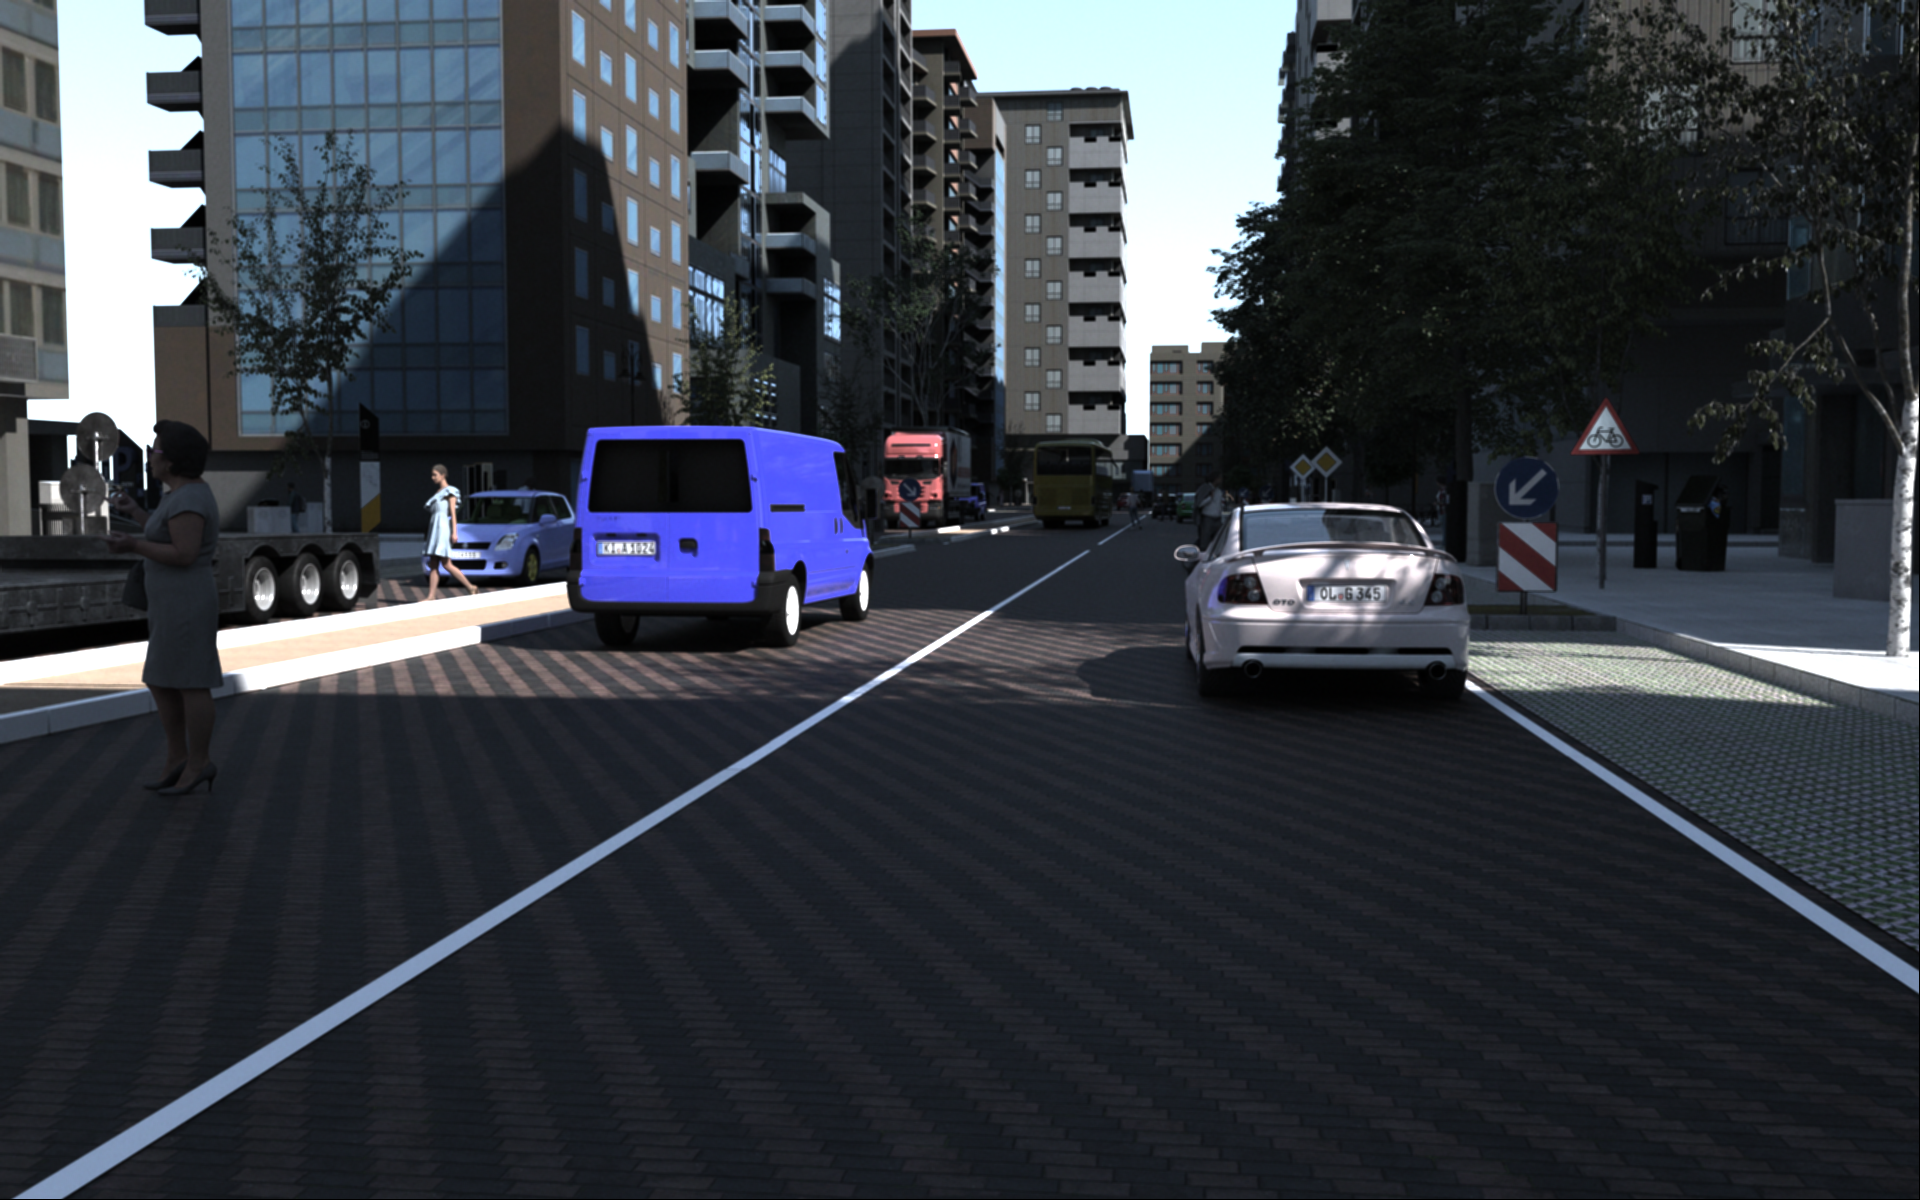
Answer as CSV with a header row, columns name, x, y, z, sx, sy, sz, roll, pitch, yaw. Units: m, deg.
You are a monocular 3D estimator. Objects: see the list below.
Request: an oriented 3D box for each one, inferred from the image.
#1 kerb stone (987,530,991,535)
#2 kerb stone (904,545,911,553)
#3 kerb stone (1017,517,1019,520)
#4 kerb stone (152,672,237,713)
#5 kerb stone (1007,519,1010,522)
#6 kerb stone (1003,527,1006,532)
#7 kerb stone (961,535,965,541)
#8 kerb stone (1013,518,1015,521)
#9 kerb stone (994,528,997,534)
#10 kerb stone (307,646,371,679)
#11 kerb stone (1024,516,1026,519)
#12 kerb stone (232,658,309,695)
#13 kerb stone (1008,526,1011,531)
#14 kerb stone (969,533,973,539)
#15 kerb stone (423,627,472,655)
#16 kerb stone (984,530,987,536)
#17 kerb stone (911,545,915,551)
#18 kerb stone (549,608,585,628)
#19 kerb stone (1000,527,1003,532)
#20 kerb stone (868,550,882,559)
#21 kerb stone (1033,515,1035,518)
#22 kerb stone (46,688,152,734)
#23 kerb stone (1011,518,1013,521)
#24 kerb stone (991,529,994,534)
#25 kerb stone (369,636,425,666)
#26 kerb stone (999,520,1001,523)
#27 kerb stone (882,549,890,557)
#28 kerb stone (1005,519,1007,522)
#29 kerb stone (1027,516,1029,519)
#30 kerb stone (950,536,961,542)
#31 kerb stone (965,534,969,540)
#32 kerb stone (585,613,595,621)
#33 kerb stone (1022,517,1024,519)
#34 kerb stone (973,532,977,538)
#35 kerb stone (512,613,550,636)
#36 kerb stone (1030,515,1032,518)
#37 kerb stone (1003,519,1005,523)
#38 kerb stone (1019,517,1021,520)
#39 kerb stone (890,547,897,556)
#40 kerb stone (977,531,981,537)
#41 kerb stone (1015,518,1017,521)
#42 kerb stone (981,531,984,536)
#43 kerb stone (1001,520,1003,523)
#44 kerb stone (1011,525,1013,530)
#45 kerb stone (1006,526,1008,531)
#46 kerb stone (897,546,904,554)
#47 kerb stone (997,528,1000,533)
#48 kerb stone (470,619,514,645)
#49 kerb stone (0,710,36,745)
name,x,y,z,sx,sy,sz,roll,pitch,yaw
kerb stone,0.868,-2.323,60.182,0.120,0.150,1.000,0,4,7
kerb stone,-1.408,-1.229,42.336,0.120,0.150,1.000,0,4,7
kerb stone,2.912,-4.327,92.943,0.120,0.150,1.000,0,4,7
kerb stone,-5.291,0.637,11.841,0.120,0.150,1.000,0,4,7
kerb stone,2.277,-4.016,87.850,0.120,0.150,1.000,0,4,7
kerb stone,1.514,-2.635,65.270,0.120,0.150,1.000,0,4,7
kerb stone,-0.035,-1.882,53.043,0.120,0.150,1.000,0,4,7
kerb stone,2.660,-4.201,90.910,0.120,0.150,1.000,0,4,7
kerb stone,1.129,-2.445,62.213,0.120,0.150,1.000,0,4,7
kerb stone,-5.028,0.509,13.867,0.120,0.150,1.000,0,4,7
kerb stone,3.429,-4.571,97.010,0.120,0.150,1.000,0,4,7
kerb stone,-5.161,0.572,12.854,0.120,0.150,1.000,0,4,7
kerb stone,1.774,-2.757,67.302,0.120,0.150,1.000,0,4,7
kerb stone,0.214,-2.010,55.084,0.120,0.150,1.000,0,4,7
kerb stone,-4.766,0.386,15.895,0.120,0.150,1.000,0,4,7
kerb stone,0.733,-2.261,59.160,0.120,0.150,1.000,0,4,7
kerb stone,-1.270,-1.294,43.349,0.120,0.150,1.000,0,4,7
kerb stone,-4.367,0.198,18.960,0.120,0.150,1.000,0,4,7
kerb stone,1.385,-2.572,64.247,0.120,0.150,1.000,0,4,7
kerb stone,-1.927,-0.983,38.273,0.120,0.150,1.000,0,4,7
kerb stone,4.212,-4.949,103.105,0.120,0.150,1.000,0,4,7
kerb stone,-5.417,0.696,10.823,0.120,0.150,1.000,0,4,7
kerb stone,2.528,-4.138,89.895,0.120,0.150,1.000,0,4,7
kerb stone,0.991,-2.384,61.197,0.120,0.150,1.000,0,4,7
kerb stone,-4.891,0.447,14.881,0.120,0.150,1.000,0,4,7
kerb stone,1.751,-3.764,83.791,0.120,0.150,1.000,0,4,7
kerb stone,-1.792,-1.045,39.288,0.120,0.150,1.000,0,4,7
kerb stone,2.139,-3.949,86.837,0.120,0.150,1.000,0,4,7
kerb stone,3.697,-4.700,99.036,0.120,0.150,1.000,0,4,7
kerb stone,-0.169,-1.825,52.026,0.120,0.150,1.000,0,4,7
kerb stone,0.089,-1.940,54.066,0.120,0.150,1.000,0,4,7
kerb stone,-4.247,0.138,19.975,0.120,0.150,1.000,0,4,7
kerb stone,3.306,-4.514,95.994,0.120,0.150,1.000,0,4,7
kerb stone,0.348,-2.074,56.097,0.120,0.150,1.000,0,4,7
kerb stone,-4.510,0.262,17.946,0.120,0.150,1.000,0,4,7
kerb stone,3.953,-4.820,101.069,0.120,0.150,1.000,0,4,7
kerb stone,2.013,-3.892,85.822,0.120,0.150,1.000,0,4,7
kerb stone,3.047,-4.389,93.957,0.120,0.150,1.000,0,4,7
kerb stone,-1.662,-1.107,40.302,0.120,0.150,1.000,0,4,7
kerb stone,0.477,-2.136,57.116,0.120,0.150,1.000,0,4,7
kerb stone,2.787,-4.260,91.929,0.120,0.150,1.000,0,4,7
kerb stone,0.602,-2.199,58.145,0.120,0.150,1.000,0,4,7
kerb stone,1.884,-3.829,84.804,0.120,0.150,1.000,0,4,7
kerb stone,1.897,-2.821,68.320,0.120,0.150,1.000,0,4,7
kerb stone,1.644,-2.696,66.288,0.120,0.150,1.000,0,4,7
kerb stone,-1.535,-1.168,41.319,0.120,0.150,1.000,0,4,7
kerb stone,1.251,-2.509,63.234,0.120,0.150,1.000,0,4,7
kerb stone,-4.633,0.323,16.917,0.120,0.150,1.000,0,4,7
kerb stone,-5.546,0.758,9.806,0.120,0.150,1.000,0,4,7
